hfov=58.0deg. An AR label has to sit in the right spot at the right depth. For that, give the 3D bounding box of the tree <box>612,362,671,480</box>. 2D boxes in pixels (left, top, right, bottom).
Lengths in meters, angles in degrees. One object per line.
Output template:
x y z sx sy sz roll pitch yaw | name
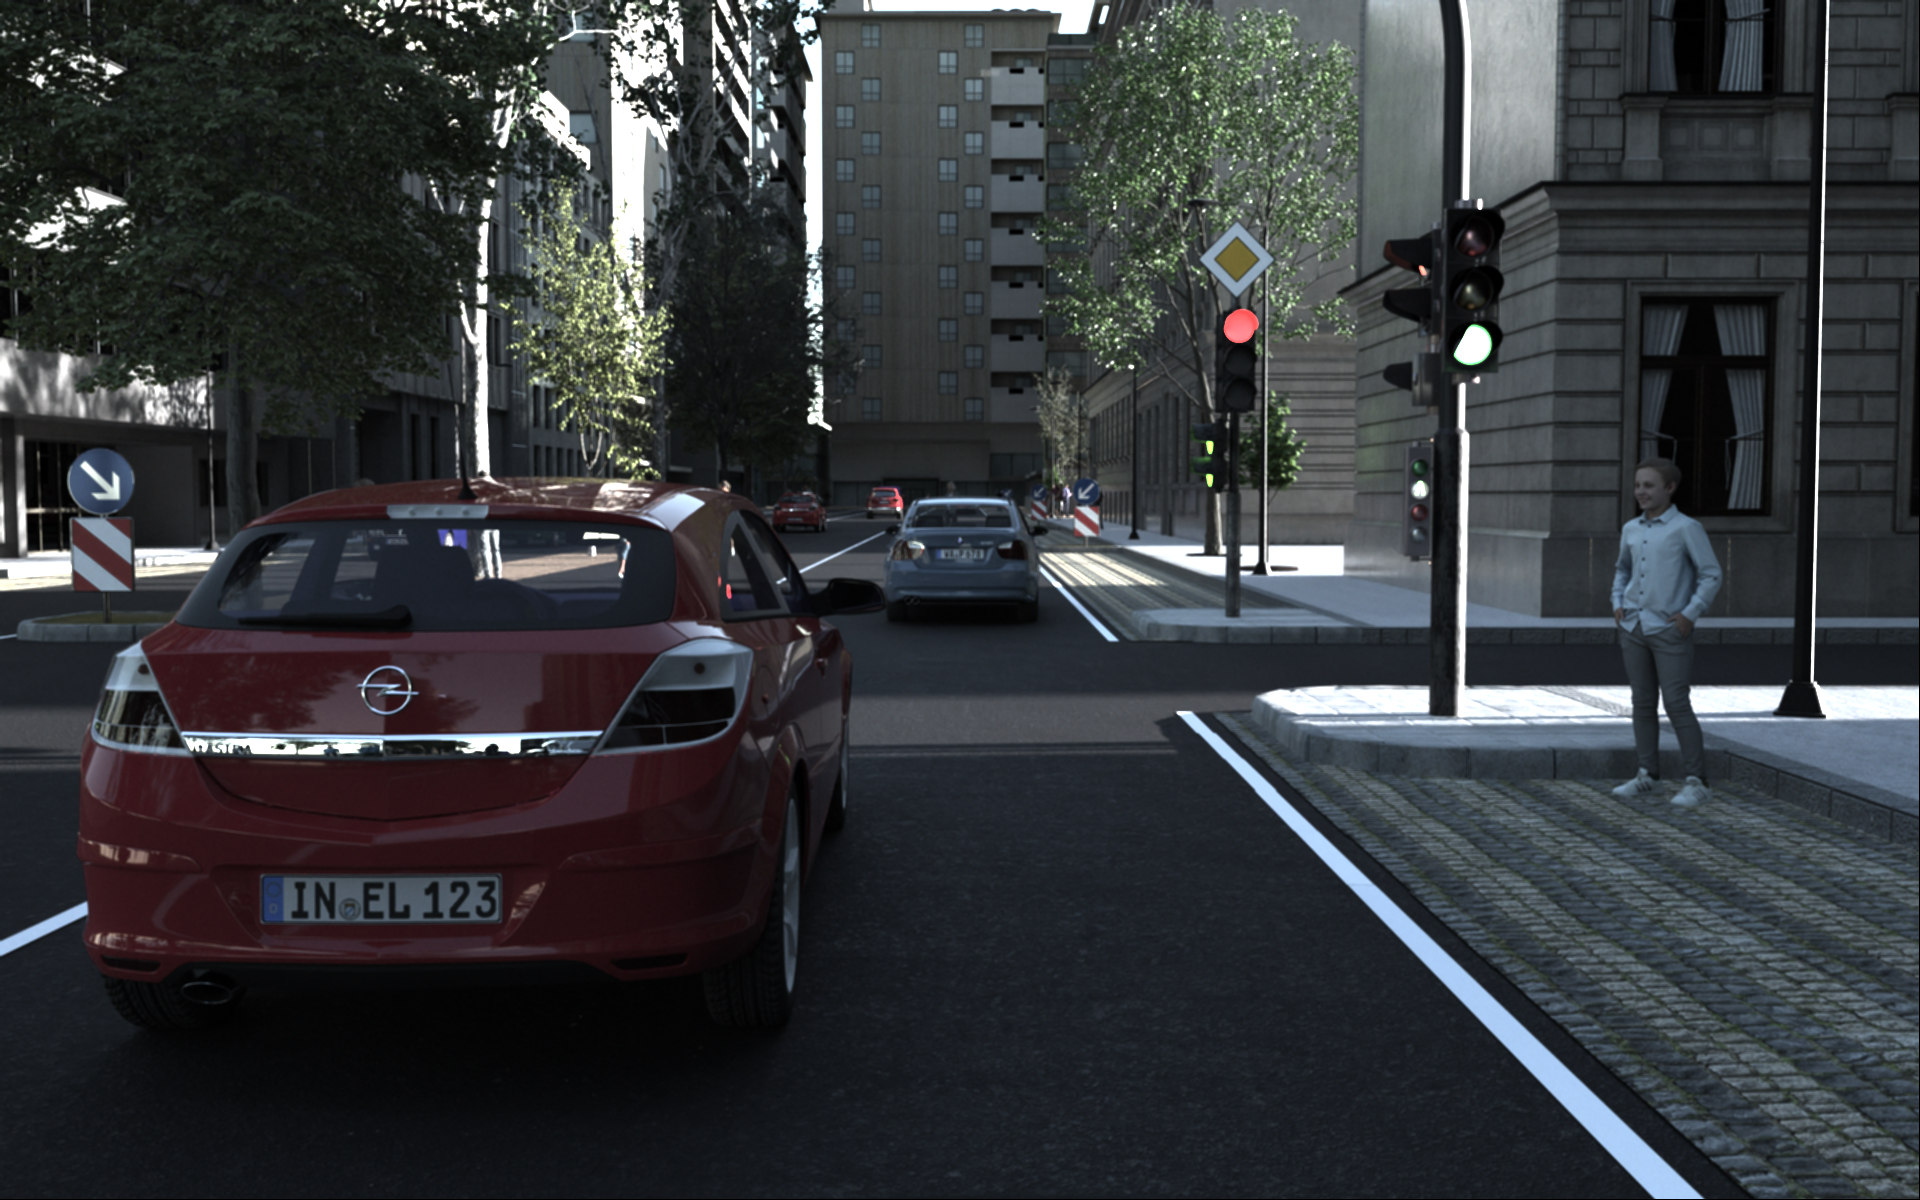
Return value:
-17.119 -8.573 90.531 4.360 8.622 3.978 0 3 0 | tree

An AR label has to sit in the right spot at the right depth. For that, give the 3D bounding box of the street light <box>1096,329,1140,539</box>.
4.402 -4.678 49.021 1.470 5.913 1.316 0 4 0 | street light

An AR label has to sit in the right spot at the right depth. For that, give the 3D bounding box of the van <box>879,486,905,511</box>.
-5.681 -8.391 141.575 2.240 2.365 5.245 0 4 2 | van

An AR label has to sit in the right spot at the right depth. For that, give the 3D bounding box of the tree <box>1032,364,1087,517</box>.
5.823 -8.998 97.486 4.360 8.622 3.978 0 3 0 | tree

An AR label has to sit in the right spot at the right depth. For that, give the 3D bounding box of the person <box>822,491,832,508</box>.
-13.415 -10.113 174.678 1.217 1.723 0.721 0 4 3 | person

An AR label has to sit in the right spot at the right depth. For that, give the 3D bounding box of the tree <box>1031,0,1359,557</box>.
5.315 -6.721 35.643 9.928 11.665 9.643 0 3 0 | tree

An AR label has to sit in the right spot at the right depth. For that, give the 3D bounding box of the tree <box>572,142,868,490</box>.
-8.256 -9.025 60.382 12.009 13.543 11.850 0 3 0 | tree

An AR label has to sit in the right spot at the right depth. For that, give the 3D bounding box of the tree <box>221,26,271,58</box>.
-9.552 -10.516 30.281 12.611 20.169 13.585 0 3 0 | tree

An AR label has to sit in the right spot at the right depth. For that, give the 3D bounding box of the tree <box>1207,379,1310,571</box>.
5.234 -2.122 29.300 1.663 3.219 1.824 0 3 0 | tree

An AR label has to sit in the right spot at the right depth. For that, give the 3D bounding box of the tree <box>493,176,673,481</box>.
-8.437 -5.295 39.387 4.737 8.622 4.395 0 3 0 | tree

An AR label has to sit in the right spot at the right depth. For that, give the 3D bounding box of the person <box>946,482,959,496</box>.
-0.264 -2.617 51.466 0.537 1.800 0.526 3 5 44 | person

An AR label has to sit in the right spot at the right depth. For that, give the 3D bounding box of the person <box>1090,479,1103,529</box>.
4.882 -3.478 62.868 0.622 1.834 0.822 -1 4 -13 | person

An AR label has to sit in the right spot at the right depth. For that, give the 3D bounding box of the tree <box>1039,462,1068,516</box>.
5.619 -6.652 103.358 1.663 3.219 1.824 0 3 0 | tree

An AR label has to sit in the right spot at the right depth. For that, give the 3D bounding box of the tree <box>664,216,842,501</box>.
-8.701 -9.153 70.242 7.486 12.596 7.792 0 3 0 | tree

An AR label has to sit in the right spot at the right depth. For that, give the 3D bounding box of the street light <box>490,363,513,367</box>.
-16.596 -5.454 61.708 1.470 5.913 1.316 0 4 0 | street light

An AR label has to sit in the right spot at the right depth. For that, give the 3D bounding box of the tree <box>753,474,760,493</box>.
-17.416 -9.139 144.027 1.663 3.219 1.824 0 3 0 | tree

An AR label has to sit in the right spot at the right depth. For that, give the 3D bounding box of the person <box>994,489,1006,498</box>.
3.224 -8.080 140.623 1.348 1.822 0.705 1 4 15 | person

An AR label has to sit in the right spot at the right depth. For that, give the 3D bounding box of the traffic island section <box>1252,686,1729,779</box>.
2.842 0.746 10.090 2.009 0.180 2.903 0 4 0 | traffic island section

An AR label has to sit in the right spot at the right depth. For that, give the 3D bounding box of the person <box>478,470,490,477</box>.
-7.603 -1.180 27.886 0.391 1.810 0.635 3 5 40 | person

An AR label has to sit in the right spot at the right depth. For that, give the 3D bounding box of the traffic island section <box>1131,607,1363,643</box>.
2.867 0.257 18.075 2.009 0.180 2.903 0 4 0 | traffic island section

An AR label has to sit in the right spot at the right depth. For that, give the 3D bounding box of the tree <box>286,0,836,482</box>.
-9.465 -11.587 47.796 12.611 20.169 13.585 0 3 0 | tree

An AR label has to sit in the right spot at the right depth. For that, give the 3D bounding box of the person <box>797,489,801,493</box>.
-13.939 -8.660 149.959 0.709 1.838 0.599 0 4 -3 | person

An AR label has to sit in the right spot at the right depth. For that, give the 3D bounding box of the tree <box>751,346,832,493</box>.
-7.674 -7.568 76.558 4.737 8.622 4.395 0 3 0 | tree

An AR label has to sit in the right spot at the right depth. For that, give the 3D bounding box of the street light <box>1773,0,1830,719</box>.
4.353 -2.285 9.901 1.470 5.913 1.316 0 4 0 | street light

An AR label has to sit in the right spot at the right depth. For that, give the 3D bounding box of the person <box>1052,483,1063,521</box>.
4.752 -4.767 83.957 0.580 1.828 0.573 1 4 18 | person

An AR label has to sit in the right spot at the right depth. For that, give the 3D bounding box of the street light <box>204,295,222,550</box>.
-16.614 -4.098 39.548 1.470 5.913 1.316 0 4 0 | street light

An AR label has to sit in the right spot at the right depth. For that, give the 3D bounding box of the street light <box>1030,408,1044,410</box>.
4.433 -7.369 93.023 1.470 5.913 1.316 0 4 0 | street light

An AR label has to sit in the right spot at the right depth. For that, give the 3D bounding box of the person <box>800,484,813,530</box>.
-5.946 -3.686 68.608 0.795 1.843 0.661 -2 4 -33 | person

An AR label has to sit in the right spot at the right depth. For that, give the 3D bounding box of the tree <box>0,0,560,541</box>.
-8.414 -6.091 20.171 7.486 12.596 7.792 0 3 0 | tree

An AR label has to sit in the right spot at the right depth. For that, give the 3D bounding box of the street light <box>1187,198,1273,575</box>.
4.263 -3.353 27.369 1.470 5.913 1.316 0 4 0 | street light

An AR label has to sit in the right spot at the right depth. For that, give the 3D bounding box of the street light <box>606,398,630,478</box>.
-16.494 -6.797 83.677 1.470 5.913 1.316 0 4 0 | street light

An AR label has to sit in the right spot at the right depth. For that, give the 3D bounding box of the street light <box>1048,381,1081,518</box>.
4.381 -6.045 71.370 1.470 5.913 1.316 0 4 0 | street light

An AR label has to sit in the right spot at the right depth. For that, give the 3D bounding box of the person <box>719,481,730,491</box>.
-5.305 -1.821 39.022 0.466 1.731 0.760 0 4 6 | person
